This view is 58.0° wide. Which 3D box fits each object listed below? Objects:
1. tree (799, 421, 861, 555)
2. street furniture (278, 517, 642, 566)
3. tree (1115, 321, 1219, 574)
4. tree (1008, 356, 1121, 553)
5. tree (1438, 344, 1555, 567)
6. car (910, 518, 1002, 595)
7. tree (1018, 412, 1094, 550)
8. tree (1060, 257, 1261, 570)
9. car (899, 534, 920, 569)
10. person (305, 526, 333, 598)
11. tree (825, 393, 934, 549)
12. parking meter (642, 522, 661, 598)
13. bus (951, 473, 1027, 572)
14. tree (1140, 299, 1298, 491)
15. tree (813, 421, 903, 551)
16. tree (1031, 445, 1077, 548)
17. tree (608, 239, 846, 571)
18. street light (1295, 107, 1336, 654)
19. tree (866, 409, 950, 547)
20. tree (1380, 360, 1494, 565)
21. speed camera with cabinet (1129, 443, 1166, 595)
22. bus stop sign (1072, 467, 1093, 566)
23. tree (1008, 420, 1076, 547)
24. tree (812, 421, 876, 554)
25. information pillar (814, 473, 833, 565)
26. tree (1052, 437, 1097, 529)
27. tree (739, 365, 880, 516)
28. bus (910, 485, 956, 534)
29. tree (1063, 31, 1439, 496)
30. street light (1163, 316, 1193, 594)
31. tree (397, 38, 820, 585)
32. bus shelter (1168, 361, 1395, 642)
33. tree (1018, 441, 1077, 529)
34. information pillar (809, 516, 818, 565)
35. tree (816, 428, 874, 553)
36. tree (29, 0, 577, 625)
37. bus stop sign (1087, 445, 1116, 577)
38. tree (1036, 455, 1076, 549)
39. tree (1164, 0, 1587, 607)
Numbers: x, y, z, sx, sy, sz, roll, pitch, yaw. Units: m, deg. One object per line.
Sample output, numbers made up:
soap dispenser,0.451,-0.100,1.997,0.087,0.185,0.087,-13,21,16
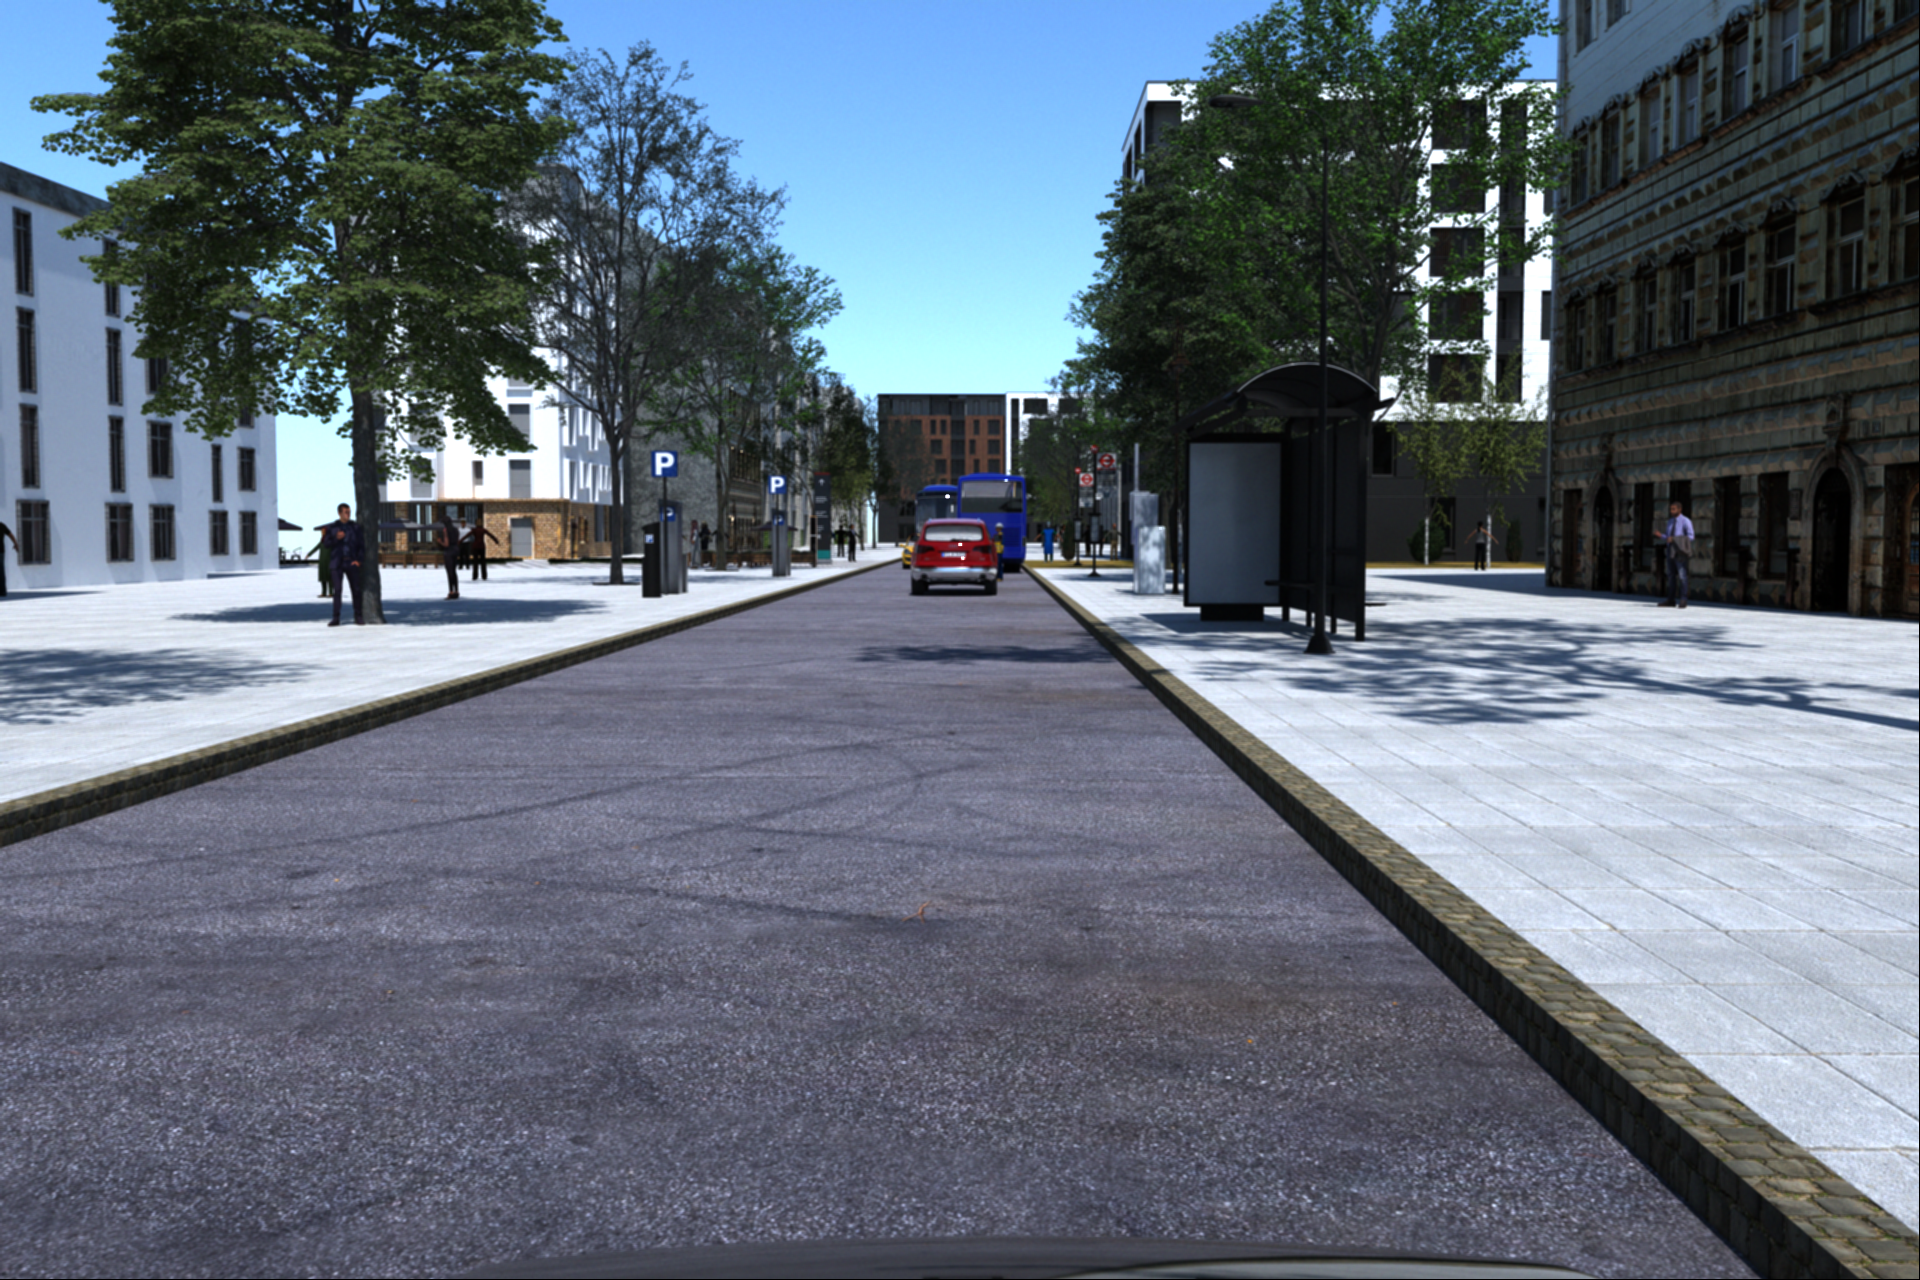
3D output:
tree,-7.727,-9.451,104.880,4.360,8.622,3.978,0,3,0
street furniture,-26.512,-4.301,75.345,27.439,1.986,14.083,-1,4,-13
tree,7.129,-6.416,55.260,4.360,8.622,3.978,0,3,0
tree,7.849,-12.721,118.359,12.009,13.543,11.850,0,3,0
tree,20.568,-7.095,66.370,4.737,8.622,4.395,0,3,0
car,-0.110,-2.047,42.142,2.281,1.827,5.304,0,4,1
tree,8.597,-13.344,143.926,9.928,11.665,9.643,0,3,0
tree,7.465,-8.345,62.190,9.928,11.665,9.643,0,3,0
car,-1.500,-3.796,72.292,2.015,1.641,3.980,0,4,1
person,-12.855,-1.576,34.986,0.989,1.438,0.599,2,4,29
tree,-7.421,-14.623,149.449,12.009,13.543,11.850,0,3,0
parking meter,-6.244,-1.628,35.023,0.372,1.533,0.369,0,3,0
bus,1.096,-4.717,68.677,2.896,3.916,12.251,0,4,0
tree,11.051,-9.466,72.901,7.486,12.596,7.792,0,3,0
tree,-7.810,-12.128,132.697,7.601,10.594,8.767,1,4,9
tree,8.286,-11.409,136.904,4.360,8.622,3.978,0,3,0
tree,-8.147,-8.208,59.953,9.928,11.665,9.643,0,3,0
street light,4.413,-2.809,18.462,1.470,5.913,1.316,0,4,1
tree,-6.060,-15.803,168.747,12.009,13.543,11.850,0,3,0
tree,19.674,-7.435,71.932,4.737,8.622,4.395,0,3,0
speed camera with cabinet,4.023,-2.615,37.086,0.660,3.252,2.038,0,4,1
bus stop sign,4.940,-4.935,69.396,0.855,3.939,0.416,0,4,1
tree,8.282,-15.513,171.765,7.486,12.596,7.792,0,3,0
tree,-7.440,-9.830,111.086,4.737,8.622,4.395,0,3,0
information pillar,-5.799,-5.127,73.198,0.750,3.857,0.750,0,4,1
tree,8.270,-10.934,129.136,4.360,8.622,3.978,0,3,0
tree,-8.103,-9.712,93.199,8.767,10.594,7.601,1,4,11
bus,-0.894,-6.038,90.270,2.896,3.916,12.251,0,4,1
tree,7.278,-8.422,44.350,9.857,13.997,8.962,0,3,0
street light,4.624,-3.926,36.981,0.468,5.910,1.993,0,4,0
tree,-8.632,-8.131,43.320,12.009,13.543,11.850,0,3,0
bus shelter,4.077,-1.779,23.018,2.014,3.302,5.546,0,4,0
tree,8.389,-13.931,162.184,8.767,10.594,7.601,2,4,33
information pillar,-6.036,-4.096,71.454,0.304,2.012,0.304,0,4,2
tree,-7.367,-10.173,116.691,4.360,8.622,3.978,0,3,0
tree,-8.683,-6.476,24.002,7.486,12.596,7.792,0,3,0
bus stop sign,4.259,-3.871,51.995,0.855,3.939,0.416,0,4,1
tree,8.679,-12.419,153.412,4.737,8.622,4.395,0,3,0
tree,7.200,-6.420,30.720,9.928,11.665,9.643,0,3,0
